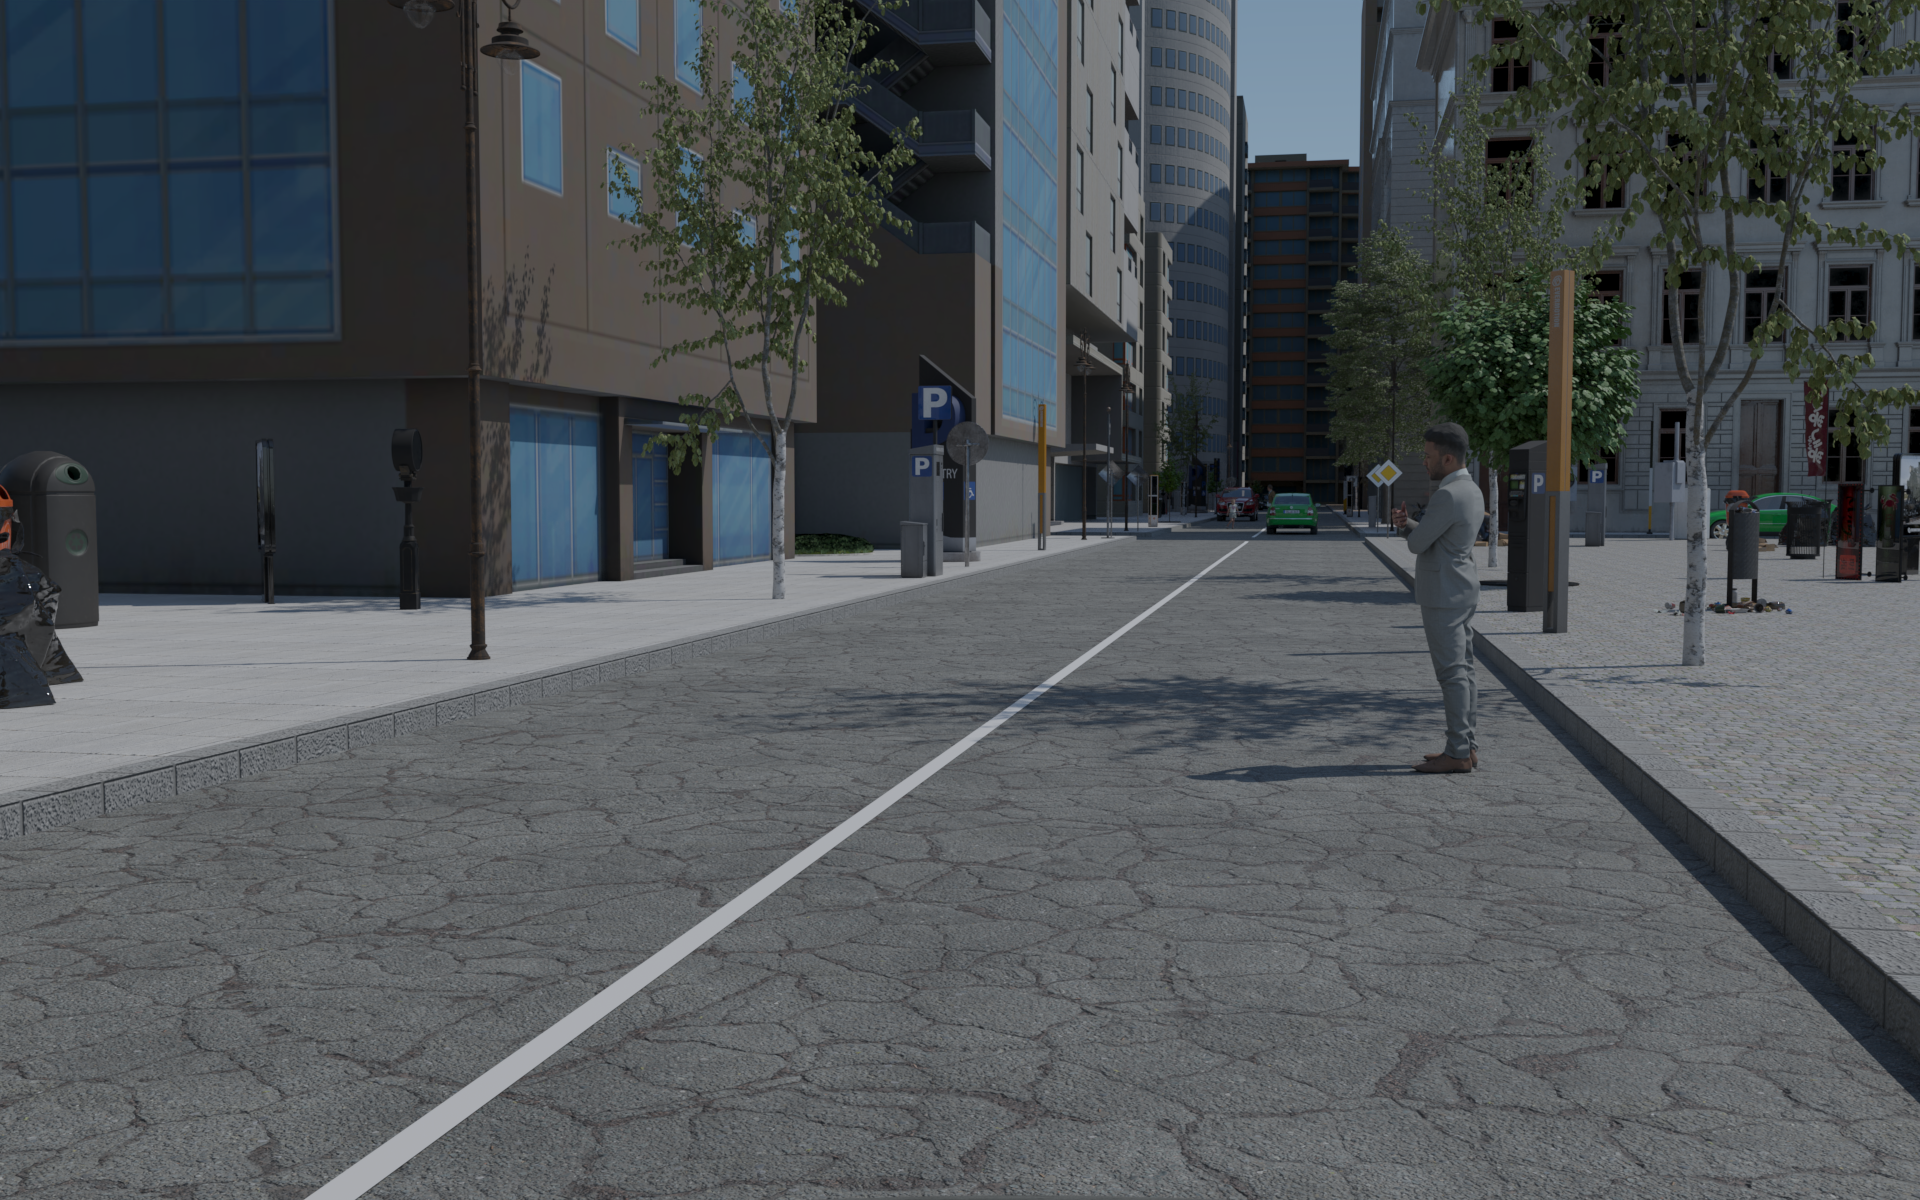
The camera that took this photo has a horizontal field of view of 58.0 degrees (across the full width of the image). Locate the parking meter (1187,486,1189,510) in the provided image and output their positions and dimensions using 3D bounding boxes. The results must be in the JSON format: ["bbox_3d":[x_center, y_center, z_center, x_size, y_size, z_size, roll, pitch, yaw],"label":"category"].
[{"bbox_3d":[16.572,-7.411,126.888,0.255,1.863,0.399,2,4,28],"label":"parking meter"}]

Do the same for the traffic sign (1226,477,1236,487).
[{"bbox_3d":[20.005,-7.820,127.969,0.768,2.556,0.104,1,4,14],"label":"traffic sign"}]

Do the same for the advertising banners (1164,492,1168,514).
[{"bbox_3d":[12.994,-6.895,108.919,0.090,3.025,2.074,0,4,-3],"label":"advertising banners"}]

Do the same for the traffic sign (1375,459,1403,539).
[{"bbox_3d":[12.339,-2.831,49.922,0.795,2.450,0.064,1,4,11],"label":"traffic sign"}]

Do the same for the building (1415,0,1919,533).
[{"bbox_3d":[27.126,-13.743,60.855,21.152,22.565,11.583,1,4,11],"label":"building"}]

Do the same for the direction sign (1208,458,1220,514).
[{"bbox_3d":[16.192,-7.170,109.230,0.379,3.537,0.876,2,4,31],"label":"direction sign"}]

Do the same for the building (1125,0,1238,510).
[{"bbox_3d":[12.404,-37.089,148.407,21.231,58.520,28.212,1,4,11],"label":"building"}]

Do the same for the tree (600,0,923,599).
[{"bbox_3d":[-2.291,-4.330,21.153,4.737,8.622,4.395,0,3,0],"label":"tree"}]

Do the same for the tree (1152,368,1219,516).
[{"bbox_3d":[13.208,-9.280,102.096,4.737,8.622,4.395,0,3,0],"label":"tree"}]

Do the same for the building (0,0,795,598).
[{"bbox_3d":[-11.039,-23.099,27.784,14.600,45.320,14.200,1,4,11],"label":"building"}]

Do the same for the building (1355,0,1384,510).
[{"bbox_3d":[40.687,-30.296,145.443,14.600,45.320,14.200,1,4,11],"label":"building"}]

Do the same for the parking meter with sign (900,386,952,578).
[{"bbox_3d":[-0.554,-1.889,27.150,0.543,3.016,1.738,1,4,11],"label":"parking meter with sign"}]

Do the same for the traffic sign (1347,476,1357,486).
[{"bbox_3d":[22.159,-5.860,97.934,0.606,2.300,0.079,1,4,19],"label":"traffic sign"}]

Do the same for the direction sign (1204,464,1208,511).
[{"bbox_3d":[18.419,-8.352,128.556,0.876,3.537,0.379,0,4,0],"label":"direction sign"}]

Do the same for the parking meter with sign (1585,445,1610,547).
[{"bbox_3d":[15.743,-2.850,42.864,0.543,3.016,1.738,1,4,22],"label":"parking meter with sign"}]

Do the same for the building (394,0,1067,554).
[{"bbox_3d":[-5.100,-24.253,46.645,14.200,45.320,14.600,1,4,11],"label":"building"}]

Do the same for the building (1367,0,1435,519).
[{"bbox_3d":[28.601,-19.436,95.275,11.434,29.767,29.804,1,4,11],"label":"building"}]

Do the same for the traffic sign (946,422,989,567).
[{"bbox_3d":[0.123,-1.859,30.501,0.768,2.556,0.104,1,4,12],"label":"traffic sign"}]

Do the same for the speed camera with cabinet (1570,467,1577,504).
[{"bbox_3d":[18.835,-3.771,55.995,2.038,3.252,0.660,1,4,11],"label":"speed camera with cabinet"}]

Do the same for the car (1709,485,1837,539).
[{"bbox_3d":[23.842,-2.588,51.106,4.718,1.807,1.959,1,4,13],"label":"car"}]

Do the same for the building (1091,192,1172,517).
[{"bbox_3d":[-1.382,-16.320,111.867,27.650,21.520,28.899,1,4,11],"label":"building"}]

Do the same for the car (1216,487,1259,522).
[{"bbox_3d":[14.811,-5.114,92.294,2.281,1.827,5.304,1,4,12],"label":"car"}]

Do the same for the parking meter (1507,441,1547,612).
[{"bbox_3d":[6.184,-0.806,18.892,0.399,1.863,0.255,-2,4,-35],"label":"parking meter"}]

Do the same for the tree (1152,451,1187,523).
[{"bbox_3d":[9.321,-5.105,78.063,1.663,3.219,1.824,0,3,0],"label":"tree"}]

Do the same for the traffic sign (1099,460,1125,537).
[{"bbox_3d":[4.510,-2.929,51.534,0.795,2.450,0.064,1,4,11],"label":"traffic sign"}]

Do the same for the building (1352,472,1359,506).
[{"bbox_3d":[53.646,-46.026,190.771,20.563,71.187,20.611,1,4,11],"label":"building"}]

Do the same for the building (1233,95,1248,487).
[{"bbox_3d":[21.674,-35.116,197.855,21.600,48.544,21.300,1,4,11],"label":"building"}]

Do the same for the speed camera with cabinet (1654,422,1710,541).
[{"bbox_3d":[20.185,-3.305,48.375,2.038,3.252,0.660,-3,4,-38],"label":"speed camera with cabinet"}]

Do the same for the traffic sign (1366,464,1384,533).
[{"bbox_3d":[13.936,-3.309,57.746,0.795,2.450,0.064,1,4,11],"label":"traffic sign"}]

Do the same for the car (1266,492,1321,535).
[{"bbox_3d":[12.035,-3.290,62.584,1.959,1.807,4.718,1,4,12],"label":"car"}]

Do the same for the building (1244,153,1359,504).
[{"bbox_3d":[40.981,-34.956,226.149,28.867,44.769,22.147,1,4,11],"label":"building"}]

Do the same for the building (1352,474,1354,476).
[{"bbox_3d":[50.250,-33.426,166.129,23.786,49.044,30.456,1,4,11],"label":"building"}]

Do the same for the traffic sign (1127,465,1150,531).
[{"bbox_3d":[6.107,-3.408,59.359,0.795,2.450,0.064,1,4,11],"label":"traffic sign"}]

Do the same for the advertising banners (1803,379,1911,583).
[{"bbox_3d":[13.319,-1.813,25.835,0.090,3.025,2.074,-1,4,-16],"label":"advertising banners"}]

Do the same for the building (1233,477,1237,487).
[{"bbox_3d":[11.714,-29.599,175.818,32.217,40.220,23.993,1,4,11],"label":"building"}]

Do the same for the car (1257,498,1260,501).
[{"bbox_3d":[29.318,-9.331,164.358,2.131,1.459,4.920,1,4,12],"label":"car"}]

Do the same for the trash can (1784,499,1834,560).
[{"bbox_3d":[16.618,-1.374,34.117,0.748,1.137,0.748,0,3,0],"label":"trash can"}]

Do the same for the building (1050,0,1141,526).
[{"bbox_3d":[-6.655,-29.717,75.115,28.713,52.752,27.495,1,4,11],"label":"building"}]

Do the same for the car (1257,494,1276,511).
[{"bbox_3d":[27.029,-8.662,151.413,2.009,1.686,4.222,1,4,13],"label":"car"}]

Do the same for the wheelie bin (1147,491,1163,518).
[{"bbox_3d":[10.453,-5.206,93.019,0.693,1.594,0.980,2,4,25],"label":"wheelie bin"}]

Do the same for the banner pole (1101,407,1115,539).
[{"bbox_3d":[4.315,-3.680,50.191,0.401,3.779,0.863,1,4,10],"label":"banner pole"}]
